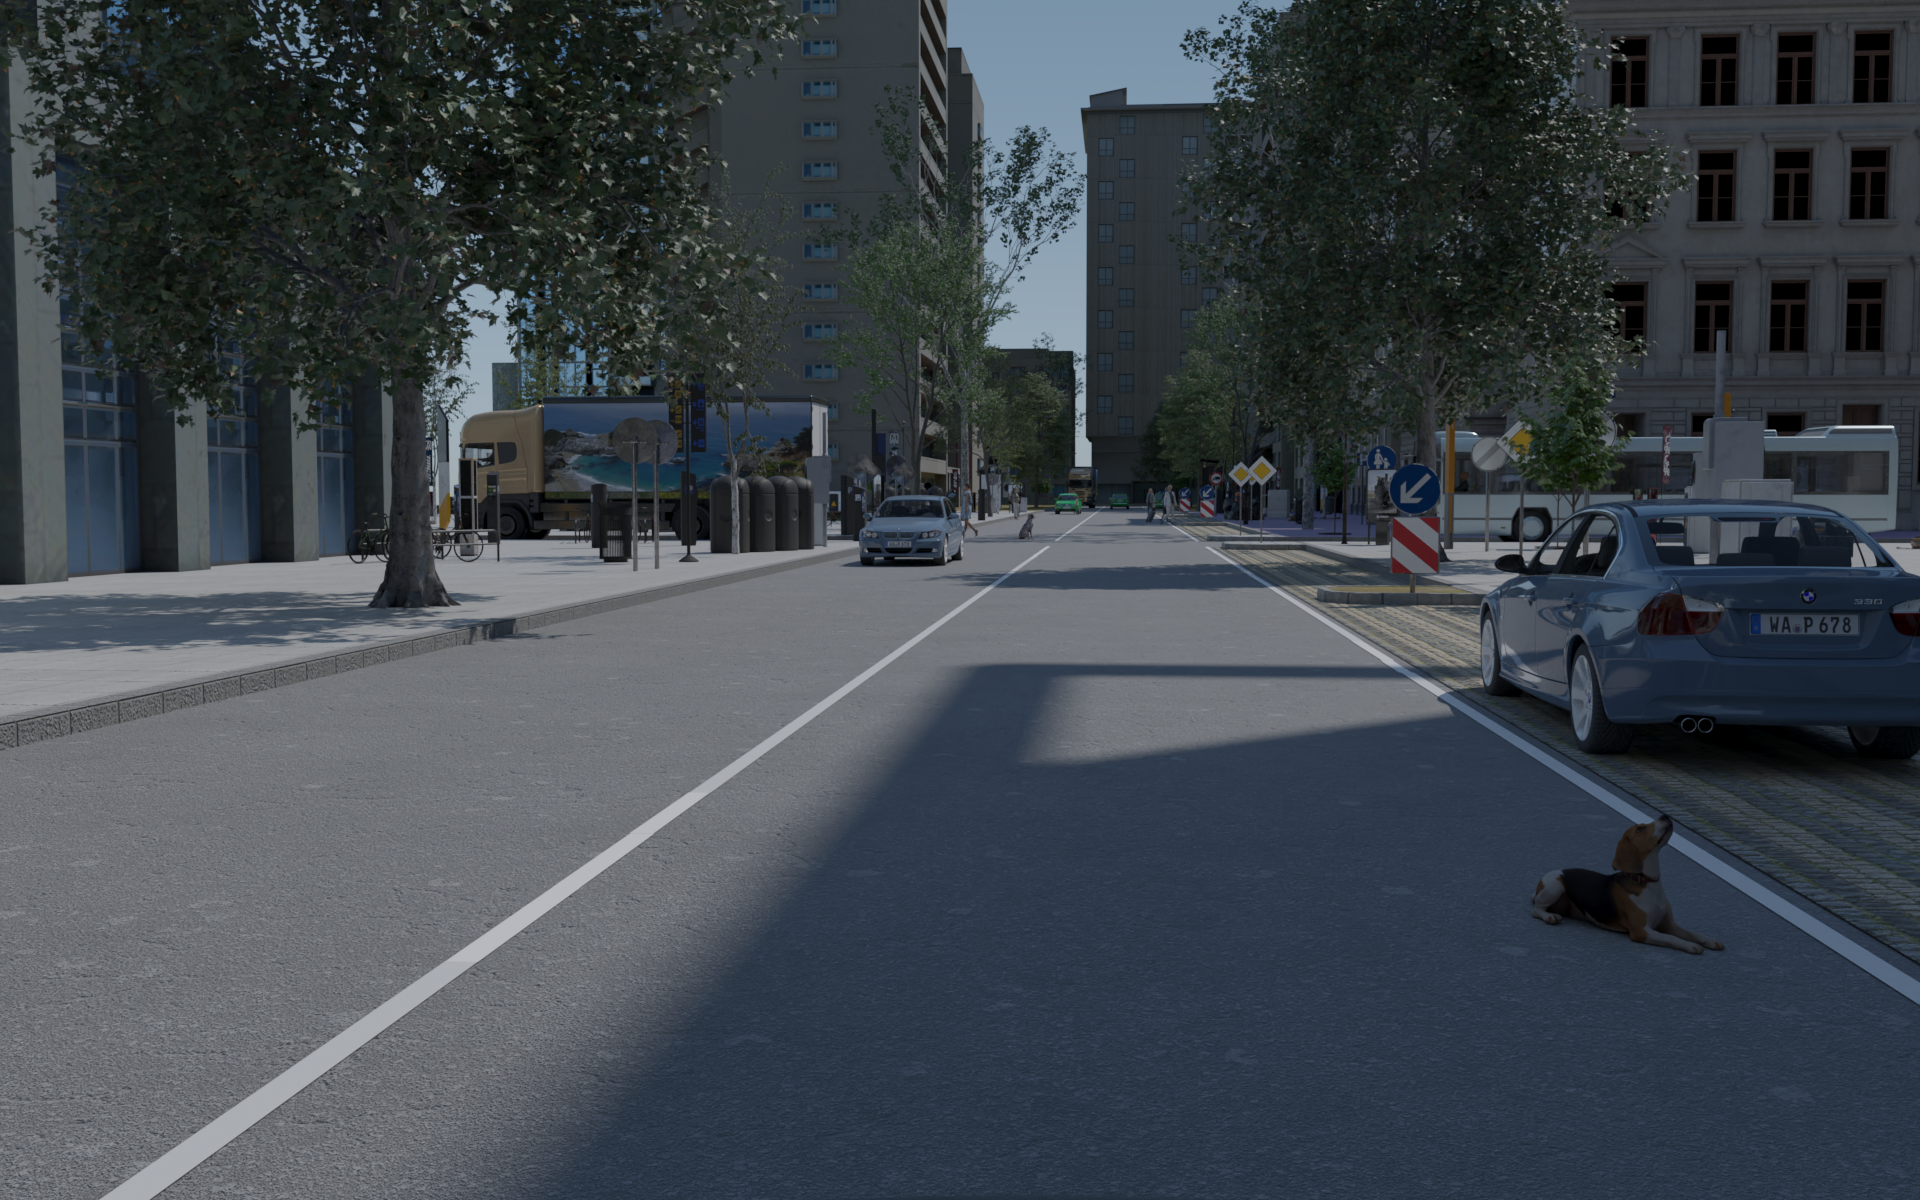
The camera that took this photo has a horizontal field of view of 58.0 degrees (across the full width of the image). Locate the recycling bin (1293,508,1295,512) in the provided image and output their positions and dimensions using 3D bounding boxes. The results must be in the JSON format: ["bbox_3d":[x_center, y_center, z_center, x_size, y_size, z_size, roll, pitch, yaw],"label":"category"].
[{"bbox_3d":[24.465,-6.880,125.042,0.722,1.027,0.722,1,4,15],"label":"recycling bin"}]

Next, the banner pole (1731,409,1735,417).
[{"bbox_3d":[22.537,-3.738,51.133,0.863,3.779,0.401,0,4,1],"label":"banner pole"}]

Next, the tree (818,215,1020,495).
[{"bbox_3d":[-1.623,-8.529,65.206,9.928,11.665,9.643,0,3,0],"label":"tree"}]

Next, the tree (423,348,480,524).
[{"bbox_3d":[-22.724,-7.556,73.904,4.360,8.622,3.978,0,3,0],"label":"tree"}]

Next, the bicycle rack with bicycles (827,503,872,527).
[{"bbox_3d":[-3.827,-3.352,68.193,2.925,0.926,2.852,1,4,19],"label":"bicycle rack with bicycles"}]

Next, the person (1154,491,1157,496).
[{"bbox_3d":[19.313,-9.853,170.311,0.721,1.735,1.217,1,4,21],"label":"person"}]

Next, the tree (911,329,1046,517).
[{"bbox_3d":[1.404,-9.978,97.546,7.601,10.594,8.767,2,4,26],"label":"tree"}]

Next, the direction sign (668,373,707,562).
[{"bbox_3d":[-5.129,-2.486,32.646,0.876,3.537,0.379,2,4,30],"label":"direction sign"}]

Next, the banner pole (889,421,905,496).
[{"bbox_3d":[-2.127,-4.249,59.484,0.863,3.779,0.401,-3,5,-40],"label":"banner pole"}]

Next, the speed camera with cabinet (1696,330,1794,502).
[{"bbox_3d":[9.249,-1.591,20.342,0.660,3.252,2.038,1,4,12],"label":"speed camera with cabinet"}]

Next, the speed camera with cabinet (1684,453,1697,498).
[{"bbox_3d":[15.942,-2.617,37.124,0.660,3.252,2.038,1,4,17],"label":"speed camera with cabinet"}]

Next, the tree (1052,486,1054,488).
[{"bbox_3d":[9.523,-12.134,192.985,1.663,3.219,1.824,0,3,0],"label":"tree"}]

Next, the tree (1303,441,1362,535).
[{"bbox_3d":[11.957,-3.678,54.729,1.663,3.219,1.824,0,3,0],"label":"tree"}]

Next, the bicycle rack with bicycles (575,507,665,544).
[{"bbox_3d":[-9.105,-1.993,45.962,2.852,0.926,2.925,0,4,-8],"label":"bicycle rack with bicycles"}]

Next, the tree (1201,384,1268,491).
[{"bbox_3d":[17.160,-9.759,109.918,4.737,8.622,4.395,0,3,0],"label":"tree"}]

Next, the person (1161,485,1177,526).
[{"bbox_3d":[9.436,-4.274,78.251,0.818,1.842,0.514,3,5,43],"label":"person"}]

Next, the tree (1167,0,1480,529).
[{"bbox_3d":[13.756,-12.698,63.495,12.611,20.169,13.585,0,3,0],"label":"tree"}]

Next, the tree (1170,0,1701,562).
[{"bbox_3d":[8.861,-7.083,32.811,9.611,12.733,9.660,0,3,0],"label":"tree"}]

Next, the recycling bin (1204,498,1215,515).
[{"bbox_3d":[15.689,-5.874,108.599,0.722,1.027,0.722,0,4,2],"label":"recycling bin"}]

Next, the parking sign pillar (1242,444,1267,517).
[{"bbox_3d":[16.422,-6.619,96.694,1.447,3.967,1.447,-1,4,-16],"label":"parking sign pillar"}]

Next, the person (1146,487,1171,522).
[{"bbox_3d":[10.119,-4.836,87.788,1.509,1.804,0.699,-1,4,-19],"label":"person"}]

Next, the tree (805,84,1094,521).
[{"bbox_3d":[-1.221,-13.845,82.252,12.611,20.169,13.585,0,3,0],"label":"tree"}]

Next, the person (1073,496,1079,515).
[{"bbox_3d":[7.949,-6.449,118.187,0.590,1.304,0.306,-3,5,-39],"label":"person"}]

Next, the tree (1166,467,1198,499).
[{"bbox_3d":[21.813,-11.303,168.517,4.285,4.588,4.351,0,3,0],"label":"tree"}]

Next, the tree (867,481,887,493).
[{"bbox_3d":[-5.760,-7.523,117.597,1.663,3.219,1.824,0,3,0],"label":"tree"}]

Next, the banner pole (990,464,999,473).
[{"bbox_3d":[2.612,-8.446,128.114,0.863,3.779,0.401,1,4,21],"label":"banner pole"}]

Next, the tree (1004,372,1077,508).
[{"bbox_3d":[7.404,-14.851,160.935,7.486,12.596,7.792,0,3,0],"label":"tree"}]

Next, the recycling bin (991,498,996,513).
[{"bbox_3d":[1.976,-6.357,116.491,0.722,1.027,0.722,-1,4,-21],"label":"recycling bin"}]

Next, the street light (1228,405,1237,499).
[{"bbox_3d":[14.224,-7.178,90.153,0.468,5.910,1.993,0,4,5],"label":"street light"}]

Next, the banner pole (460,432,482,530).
[{"bbox_3d":[-17.292,-4.366,61.394,0.863,3.779,0.401,-1,4,-12],"label":"banner pole"}]

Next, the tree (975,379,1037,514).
[{"bbox_3d":[2.530,-9.739,109.600,4.737,8.622,4.395,0,3,0],"label":"tree"}]

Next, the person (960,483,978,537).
[{"bbox_3d":[0.300,-3.018,57.941,0.778,1.811,0.616,2,4,31],"label":"person"}]

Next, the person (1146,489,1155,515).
[{"bbox_3d":[12.929,-6.623,116.966,0.709,1.800,0.728,3,4,36],"label":"person"}]

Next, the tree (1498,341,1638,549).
[{"bbox_3d":[7.899,-1.675,21.982,1.663,3.219,1.824,0,3,0],"label":"tree"}]

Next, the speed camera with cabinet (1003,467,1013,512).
[{"bbox_3d":[2.803,-8.000,125.129,2.038,3.252,0.660,1,4,9],"label":"speed camera with cabinet"}]

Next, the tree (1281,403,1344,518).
[{"bbox_3d":[19.510,-8.768,93.719,4.737,8.622,4.395,0,3,0],"label":"tree"}]

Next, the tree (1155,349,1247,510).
[{"bbox_3d":[18.946,-13.313,135.797,7.486,12.596,7.792,0,3,0],"label":"tree"}]

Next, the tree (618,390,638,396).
[{"bbox_3d":[-22.062,-9.920,112.560,4.737,8.622,4.395,0,3,0],"label":"tree"}]

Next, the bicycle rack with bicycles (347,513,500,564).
[{"bbox_3d":[-10.178,-1.174,32.583,2.852,0.926,2.925,3,5,39],"label":"bicycle rack with bicycles"}]

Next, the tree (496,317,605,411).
[{"bbox_3d":[-16.249,-7.213,68.293,4.737,8.622,4.395,0,3,0],"label":"tree"}]

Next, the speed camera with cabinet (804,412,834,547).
[{"bbox_3d":[-3.571,-2.953,42.614,0.660,3.252,2.038,-1,4,-9],"label":"speed camera with cabinet"}]

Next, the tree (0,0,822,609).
[{"bbox_3d":[-6.392,-6.277,19.639,9.611,12.733,9.660,0,3,0],"label":"tree"}]

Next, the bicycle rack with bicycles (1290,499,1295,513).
[{"bbox_3d":[22.943,-6.469,119.142,2.925,0.926,2.852,3,5,45],"label":"bicycle rack with bicycles"}]

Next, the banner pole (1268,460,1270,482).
[{"bbox_3d":[22.511,-8.320,126.050,0.401,3.779,0.863,1,4,15],"label":"banner pole"}]

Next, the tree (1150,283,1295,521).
[{"bbox_3d":[14.002,-9.677,83.977,9.928,11.665,9.643,0,3,0],"label":"tree"}]

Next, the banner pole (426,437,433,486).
[{"bbox_3d":[-20.629,-4.704,66.934,0.401,3.779,0.863,1,4,22],"label":"banner pole"}]

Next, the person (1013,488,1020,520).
[{"bbox_3d":[3.187,-5.394,97.241,0.362,1.759,0.519,1,4,22],"label":"person"}]

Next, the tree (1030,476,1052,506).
[{"bbox_3d":[7.740,-10.718,169.846,1.663,3.219,1.824,0,3,0],"label":"tree"}]

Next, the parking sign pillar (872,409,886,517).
[{"bbox_3d":[-2.615,-4.106,55.600,1.447,3.967,1.447,0,4,-2],"label":"parking sign pillar"}]

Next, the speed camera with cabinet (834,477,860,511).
[{"bbox_3d":[-7.236,-6.939,107.787,2.038,3.252,0.660,1,4,18],"label":"speed camera with cabinet"}]

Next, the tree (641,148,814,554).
[{"bbox_3d":[-4.918,-5.269,36.504,4.360,8.622,3.978,0,3,0],"label":"tree"}]

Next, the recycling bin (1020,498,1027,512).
[{"bbox_3d":[4.232,-6.653,121.337,0.722,1.027,0.722,-1,4,-22],"label":"recycling bin"}]
